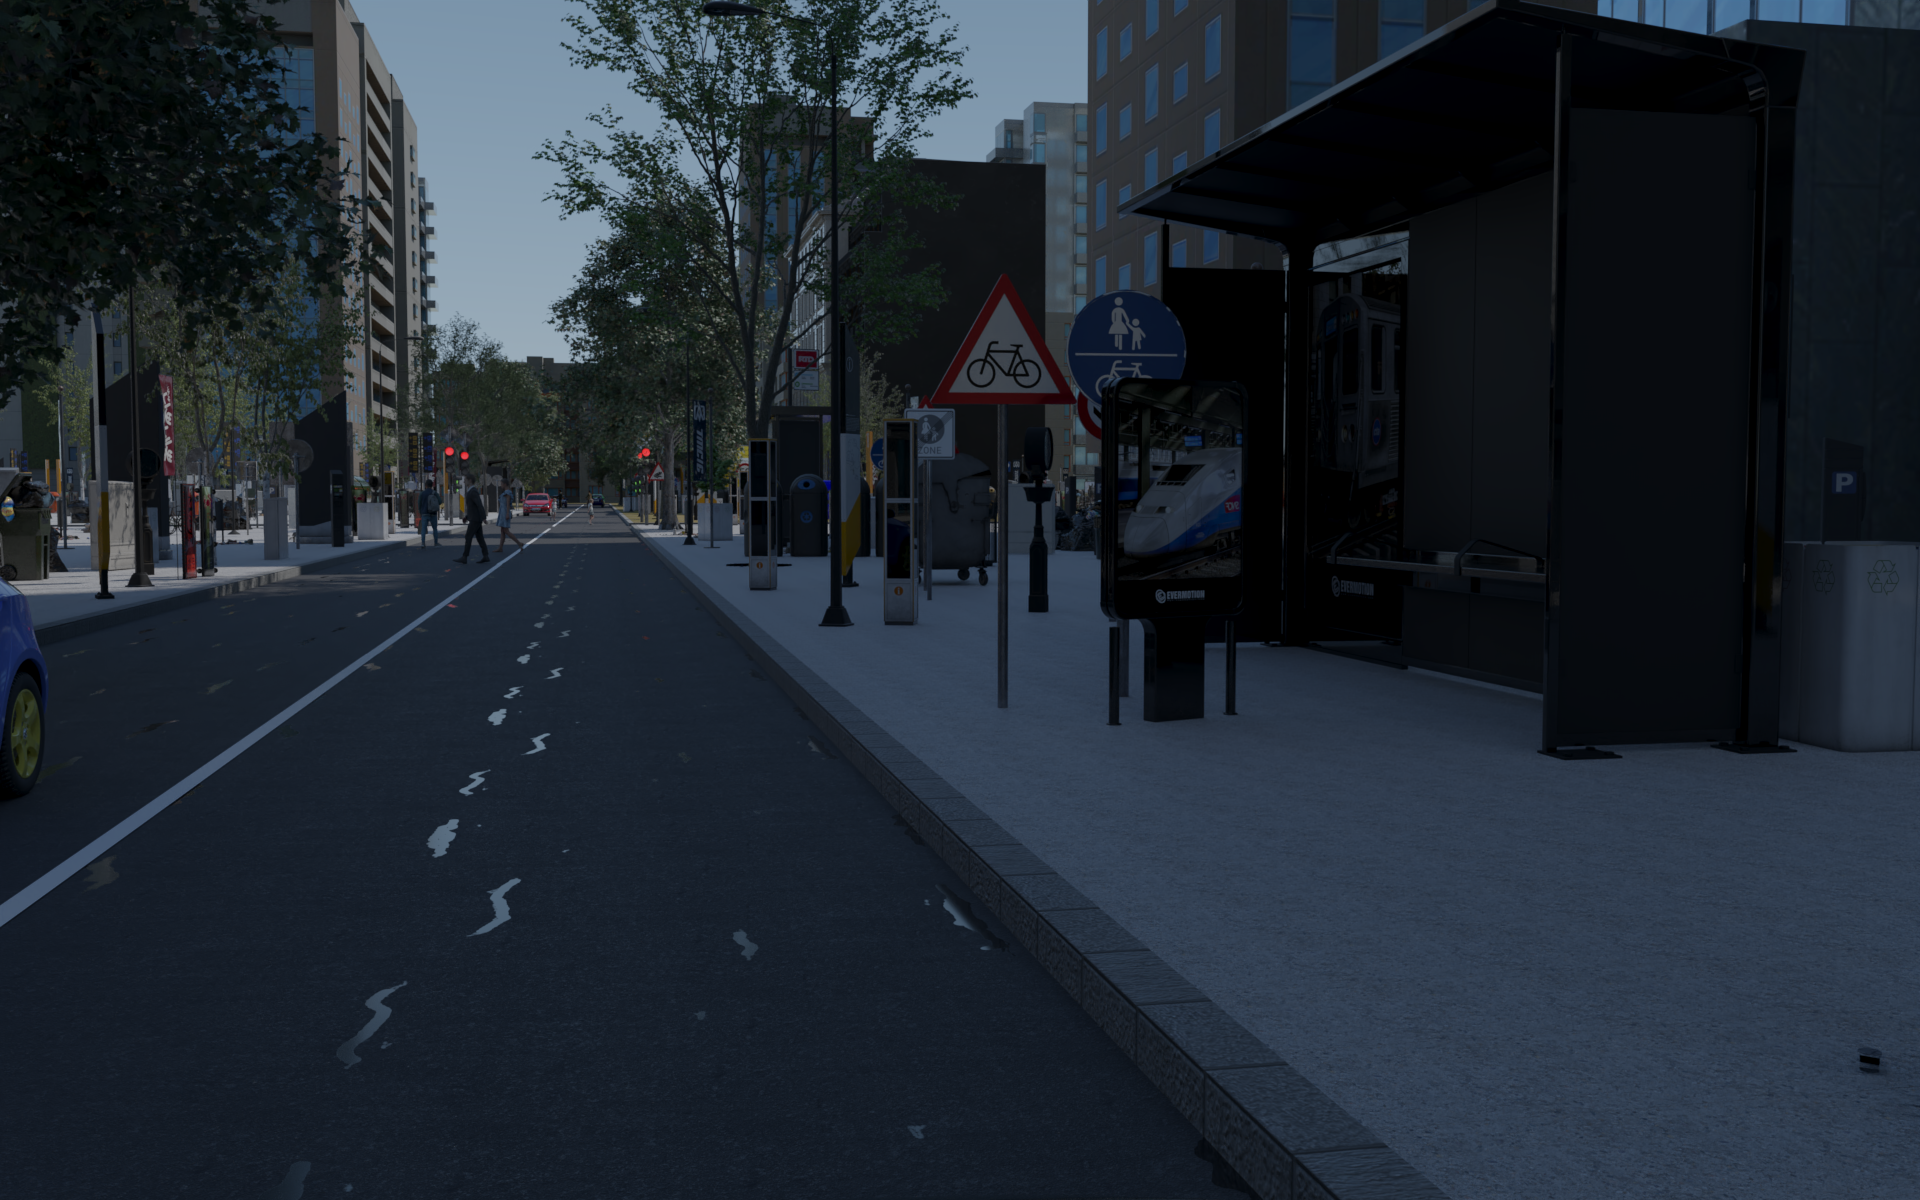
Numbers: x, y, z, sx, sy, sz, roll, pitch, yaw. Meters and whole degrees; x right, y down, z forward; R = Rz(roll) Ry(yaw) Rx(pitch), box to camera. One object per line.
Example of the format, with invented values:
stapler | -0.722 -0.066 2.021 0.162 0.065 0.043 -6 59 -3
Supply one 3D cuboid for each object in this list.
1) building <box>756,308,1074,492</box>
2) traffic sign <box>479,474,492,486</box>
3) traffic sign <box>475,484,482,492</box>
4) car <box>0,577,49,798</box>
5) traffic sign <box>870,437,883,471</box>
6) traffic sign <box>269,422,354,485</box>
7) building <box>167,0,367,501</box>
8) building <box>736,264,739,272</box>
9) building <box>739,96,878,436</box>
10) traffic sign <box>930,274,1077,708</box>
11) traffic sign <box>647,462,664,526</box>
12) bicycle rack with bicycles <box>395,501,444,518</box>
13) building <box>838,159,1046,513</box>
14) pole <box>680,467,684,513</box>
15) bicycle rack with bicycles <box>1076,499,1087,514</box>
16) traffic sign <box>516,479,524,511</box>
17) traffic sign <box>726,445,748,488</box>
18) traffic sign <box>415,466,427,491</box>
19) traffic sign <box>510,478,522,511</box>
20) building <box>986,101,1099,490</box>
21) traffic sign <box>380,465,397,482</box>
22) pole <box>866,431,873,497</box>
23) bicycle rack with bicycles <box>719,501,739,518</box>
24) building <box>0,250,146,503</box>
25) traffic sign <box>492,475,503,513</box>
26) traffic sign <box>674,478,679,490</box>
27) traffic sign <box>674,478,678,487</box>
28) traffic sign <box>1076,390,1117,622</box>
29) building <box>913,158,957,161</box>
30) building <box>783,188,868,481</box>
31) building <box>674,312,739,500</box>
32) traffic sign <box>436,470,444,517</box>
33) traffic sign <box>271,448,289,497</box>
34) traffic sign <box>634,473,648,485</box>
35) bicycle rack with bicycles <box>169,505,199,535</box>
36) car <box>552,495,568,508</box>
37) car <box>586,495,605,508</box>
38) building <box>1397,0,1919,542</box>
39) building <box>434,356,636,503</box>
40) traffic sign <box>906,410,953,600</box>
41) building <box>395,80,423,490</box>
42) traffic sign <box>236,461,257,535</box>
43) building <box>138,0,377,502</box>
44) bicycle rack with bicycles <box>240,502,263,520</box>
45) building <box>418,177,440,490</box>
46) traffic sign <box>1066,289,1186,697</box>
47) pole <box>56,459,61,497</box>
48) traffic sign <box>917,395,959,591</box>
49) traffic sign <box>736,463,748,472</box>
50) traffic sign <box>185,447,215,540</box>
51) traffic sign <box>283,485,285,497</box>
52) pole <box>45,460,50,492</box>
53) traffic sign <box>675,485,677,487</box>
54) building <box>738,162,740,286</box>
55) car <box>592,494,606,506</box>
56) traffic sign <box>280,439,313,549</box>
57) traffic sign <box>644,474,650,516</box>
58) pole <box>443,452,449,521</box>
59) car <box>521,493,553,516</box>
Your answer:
building | -5.651 -20.265 176.365 27.650 21.520 28.899 -1 4 -12
traffic sign | -29.377 -6.555 107.272 0.768 2.556 0.104 0 4 -3
traffic sign | -41.298 -9.086 148.561 0.884 2.594 0.081 -1 4 -9
car | -4.986 0.171 6.799 1.945 1.707 3.694 -1 4 -12
traffic sign | -1.616 -2.351 38.551 0.768 2.556 0.104 0 4 -3
traffic sign | -18.229 -3.355 48.721 2.265 3.308 0.079 0 4 -7
building | -60.947 -30.766 153.129 14.600 45.320 14.200 -1 4 -12
building | -23.316 -35.323 269.411 23.993 40.220 32.217 -1 4 -12
building | -17.324 -33.380 195.876 14.600 45.320 14.200 -1 4 -12
traffic sign | 0.256 -0.631 10.328 0.884 2.594 0.081 -1 4 -10
traffic sign | -12.090 -4.251 69.503 0.884 2.594 0.081 0 4 -4
bicycle rack with bicycles | -29.777 -4.984 94.875 2.925 0.926 2.852 3 5 42
building | -1.864 -17.965 123.407 12.332 23.373 15.834 -1 4 -12
pole | -19.137 -7.674 119.312 0.158 3.312 0.155 0 3 0
bicycle rack with bicycles | 9.407 -6.675 122.524 2.925 0.926 2.852 2 4 33
traffic sign | -34.415 -8.184 134.995 0.795 2.450 0.064 0 4 -7
traffic sign | -8.827 -4.777 71.974 2.265 3.308 0.079 -1 4 -10
traffic sign | -24.632 -4.861 79.586 0.768 2.556 0.104 0 4 -5
traffic sign | -34.263 -8.176 133.679 0.884 2.594 0.081 -1 4 -11
building | 19.100 -36.297 213.063 30.456 49.044 23.786 -1 4 -12
traffic sign | -25.181 -4.653 76.078 0.884 2.594 0.081 -1 4 -10
pole | -2.958 -3.833 56.515 0.158 3.312 0.155 0 3 0
bicycle rack with bicycles | -12.313 -4.936 94.090 2.925 0.926 2.852 -2 4 -34
building | -98.070 -39.641 190.136 28.212 58.520 21.231 -1 4 -12
traffic sign | -30.666 -7.016 114.816 0.768 2.556 0.104 0 4 -4
traffic sign | -21.213 -7.853 128.495 0.768 2.556 0.104 0 4 -3
traffic sign | -21.063 -7.757 126.937 0.768 2.556 0.104 -1 4 -11
traffic sign | 1.536 -1.054 17.341 0.768 2.556 0.104 0 4 -4
building | -3.720 -32.419 213.647 14.086 41.232 14.154 -1 4 -12
building | -7.062 -21.151 143.075 12.463 27.353 25.104 -1 4 -12
building | -40.071 -29.666 256.745 14.107 30.474 14.160 -1 4 -12
traffic sign | -27.797 -5.654 92.444 0.884 2.594 0.081 -1 4 -11
traffic sign | -18.652 -2.904 47.585 0.768 2.556 0.104 0 4 -5
traffic sign | -18.064 -5.994 98.107 0.768 2.556 0.104 0 4 -8
bicycle rack with bicycles | -25.187 -2.531 54.762 2.925 0.926 2.852 1 4 23
car | -42.038 -10.328 181.438 1.945 1.354 3.894 -1 4 -12
car | -38.397 -10.388 182.424 1.945 1.354 3.894 -1 4 -11
building | 22.602 -43.180 18.663 22.319 86.520 31.000 -1 4 -12
building | -62.571 -25.355 259.590 28.899 21.520 27.650 -1 4 -12
traffic sign | -0.368 -1.145 20.848 0.606 2.300 0.079 -1 4 -9
building | -72.924 -34.972 195.488 21.600 48.544 21.300 -1 4 -12
traffic sign | -22.149 -3.161 53.807 0.606 2.300 0.079 0 4 -5
building | -67.938 -33.428 170.257 21.300 48.544 21.600 -1 4 -12
bicycle rack with bicycles | -34.951 -4.314 83.909 2.852 0.926 2.925 -3 5 -45
building | -91.125 -38.575 250.310 30.456 49.044 23.786 -1 4 -12
traffic sign | 1.031 -0.660 10.901 0.768 2.556 0.104 0 4 -8
pole | -53.100 -6.619 102.070 0.158 3.312 0.155 0 3 0
traffic sign | -0.454 -1.400 22.891 0.884 2.594 0.081 0 4 -6
traffic sign | -8.754 -4.309 70.556 0.768 2.556 0.104 0 4 -4
traffic sign | -20.660 -2.874 47.094 0.768 2.556 0.104 0 4 -5
traffic sign | -22.026 -3.320 56.407 0.606 2.300 0.079 0 4 -3
pole | -54.141 -6.665 102.819 0.158 3.312 0.155 0 3 0
traffic sign | -21.296 -7.846 128.289 0.884 2.594 0.081 -1 4 -12
building | -19.825 -32.195 209.988 14.154 41.232 14.086 -1 4 -12
car | -44.418 -12.251 212.095 2.131 1.459 4.920 -1 4 -12
traffic sign | -15.409 -2.455 40.239 0.768 2.556 0.104 0 4 -5
traffic sign | -18.859 -6.324 103.503 0.768 2.556 0.104 0 4 -5
pole | -24.766 -5.479 83.424 0.158 3.312 0.155 0 3 0
car | -27.626 -6.383 113.408 2.155 1.783 4.494 -1 4 -10
